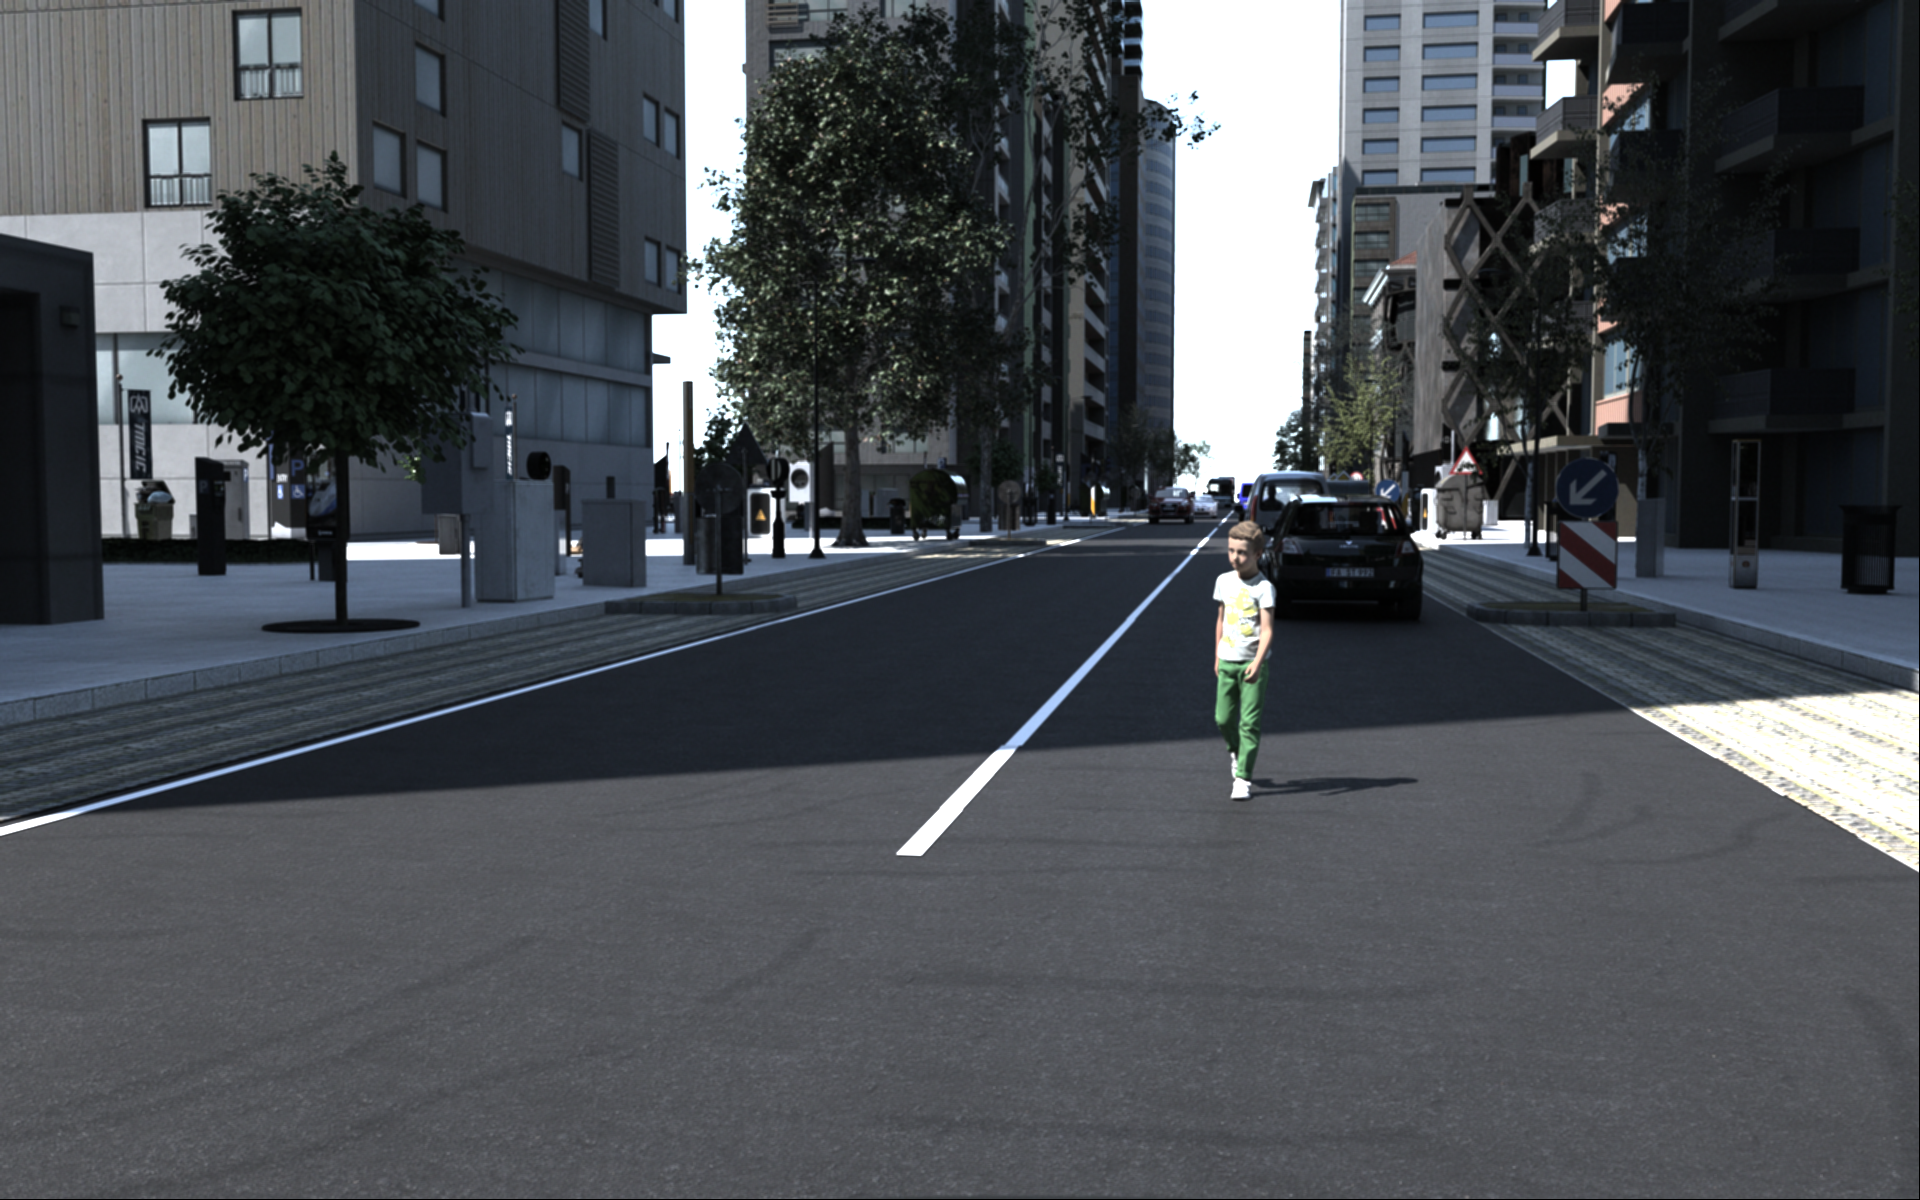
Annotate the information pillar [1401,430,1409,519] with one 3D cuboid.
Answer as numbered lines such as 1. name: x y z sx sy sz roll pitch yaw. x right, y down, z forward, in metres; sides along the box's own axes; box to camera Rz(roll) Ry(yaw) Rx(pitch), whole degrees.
1. information pillar: 16.260 -4.399 63.275 0.183 3.616 0.504 0 4 -6

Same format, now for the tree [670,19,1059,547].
1. tree: -2.641 -7.672 42.447 9.611 12.733 9.660 0 3 0

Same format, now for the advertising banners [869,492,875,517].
1. advertising banners: -4.912 -5.707 89.493 0.090 3.025 2.074 2 4 27

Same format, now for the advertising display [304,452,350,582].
1. advertising display: -9.317 -1.241 25.505 0.974 1.923 0.123 3 4 38

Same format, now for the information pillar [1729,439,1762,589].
1. information pillar: 10.638 -1.161 23.475 0.304 2.012 0.304 1 4 12

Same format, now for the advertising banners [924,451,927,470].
1. advertising banners: -1.536 -4.517 70.049 0.090 3.025 2.074 1 4 11

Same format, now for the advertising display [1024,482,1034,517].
1. advertising display: 3.843 -5.586 96.547 0.123 1.923 0.974 2 4 32

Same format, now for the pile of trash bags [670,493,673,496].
1. pile of trash bags: -24.311 -7.809 137.435 3.447 1.369 1.912 -2 4 -30

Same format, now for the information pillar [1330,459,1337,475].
1. information pillar: 25.185 -7.680 116.923 0.504 3.616 0.183 3 5 44

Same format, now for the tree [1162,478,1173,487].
1. tree: 23.682 -12.278 195.345 1.663 3.219 1.824 0 3 0

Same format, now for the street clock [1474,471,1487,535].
1. street clock: 15.983 -2.987 53.407 0.471 2.002 0.358 2 4 26

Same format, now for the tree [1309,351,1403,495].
1. tree: 20.676 -8.440 88.349 4.737 8.622 4.395 0 3 0

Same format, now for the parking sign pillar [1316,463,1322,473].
1. parking sign pillar: 30.829 -9.812 148.903 1.447 3.967 1.447 1 4 11

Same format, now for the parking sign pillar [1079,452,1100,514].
1. parking sign pillar: 8.306 -7.454 110.338 1.447 3.967 1.447 1 4 9

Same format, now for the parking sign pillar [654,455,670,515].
1. parking sign pillar: -20.205 -7.836 116.594 1.447 3.967 1.447 1 4 18

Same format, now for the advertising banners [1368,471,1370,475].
1. advertising banners: 30.385 -8.150 129.434 0.090 3.025 2.074 2 4 26

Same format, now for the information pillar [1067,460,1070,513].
1. information pillar: 7.290 -7.693 117.131 0.183 3.616 0.504 -1 4 -16

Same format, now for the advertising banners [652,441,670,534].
1. advertising banners: -9.770 -3.709 56.824 0.090 3.025 2.074 0 4 6

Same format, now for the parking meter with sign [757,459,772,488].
1. parking meter with sign: -9.855 -5.558 87.134 0.543 3.016 1.738 -2 4 -31

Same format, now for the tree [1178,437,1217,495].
1. tree: 42.715 -23.679 312.906 9.928 11.665 9.643 0 3 0

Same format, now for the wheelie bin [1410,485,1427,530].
1. wheelie bin: 16.324 -3.266 61.311 0.693 1.594 0.980 -1 4 -8

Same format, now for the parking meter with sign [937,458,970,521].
1. parking meter with sign: -0.285 -5.329 83.397 0.543 3.016 1.738 3 5 44

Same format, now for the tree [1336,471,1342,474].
1. tree: 28.518 -8.287 130.095 1.663 3.219 1.824 0 3 0

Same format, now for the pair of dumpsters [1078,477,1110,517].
1. pair of dumpsters: 7.498 -5.807 97.444 1.574 2.255 4.437 1 4 10

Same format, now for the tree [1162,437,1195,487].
1. tree: 27.711 -16.505 220.218 4.737 8.622 4.395 0 3 0

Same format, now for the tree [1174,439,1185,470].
1. tree: 19.058 -13.129 165.020 4.360 8.622 3.978 0 3 0

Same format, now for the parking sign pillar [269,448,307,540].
1. parking sign pillar: -16.548 -3.313 42.632 1.447 3.967 1.447 -3 5 -41

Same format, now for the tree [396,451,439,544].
1. tree: -13.398 -3.055 44.545 1.663 3.219 1.824 0 3 0

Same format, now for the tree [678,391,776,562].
1. tree: -4.607 -2.339 32.844 1.663 3.219 1.824 0 3 0

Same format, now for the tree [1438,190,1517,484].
1. tree: 13.385 -5.528 40.747 4.360 8.622 3.978 0 3 0

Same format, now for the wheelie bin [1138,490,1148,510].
1. wheelie bin: 14.561 -7.973 138.269 0.980 1.594 0.693 0 4 -3

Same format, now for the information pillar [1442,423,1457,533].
1. information pillar: 15.997 -3.997 56.701 0.504 3.616 0.183 0 4 6

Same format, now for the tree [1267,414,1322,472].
1. tree: 45.273 -19.333 234.222 7.486 12.596 7.792 0 3 0

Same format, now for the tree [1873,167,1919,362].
1. tree: 17.904 -4.828 29.307 4.737 8.622 4.395 0 3 0

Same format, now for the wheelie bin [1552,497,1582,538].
1. wheelie bin: 14.407 -2.007 40.726 0.980 1.594 0.693 2 4 25

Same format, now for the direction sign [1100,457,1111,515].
1. direction sign: 8.803 -6.911 104.993 0.379 3.537 0.876 -3 4 -39

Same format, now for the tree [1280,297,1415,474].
1. tree: 24.991 -12.076 107.819 12.009 13.543 11.850 0 3 0

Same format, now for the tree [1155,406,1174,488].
1. tree: 14.693 -11.896 144.855 4.360 8.622 3.978 0 3 0

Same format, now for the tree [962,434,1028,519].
1. tree: 1.788 -6.413 88.560 4.285 4.588 4.351 0 3 0

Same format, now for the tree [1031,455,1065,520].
1. tree: 4.209 -5.494 84.431 1.663 3.219 1.824 0 3 0

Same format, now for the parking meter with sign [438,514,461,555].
1. parking meter with sign: -10.925 -2.502 37.162 0.543 3.016 1.738 -1 4 -12

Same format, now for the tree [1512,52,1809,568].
1. tree: 12.025 -4.855 29.740 4.360 8.622 3.978 0 3 0

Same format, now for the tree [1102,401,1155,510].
1. tree: 13.414 -11.554 139.262 4.360 8.622 3.978 0 3 0

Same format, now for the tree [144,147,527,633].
1. tree: -5.893 -2.003 16.466 4.285 4.588 4.351 0 3 0

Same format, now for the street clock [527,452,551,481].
1. street clock: -7.223 -1.540 29.755 0.358 2.002 0.471 1 4 13

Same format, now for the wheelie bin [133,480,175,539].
1. wheelie bin: -18.691 -1.976 40.209 0.980 1.594 0.693 1 4 18

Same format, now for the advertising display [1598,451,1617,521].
1. advertising display: 9.833 -1.290 26.310 0.123 1.923 0.974 2 4 28

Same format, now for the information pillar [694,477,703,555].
1. information pillar: -5.654 -1.975 36.788 0.304 2.012 0.304 -2 4 -26

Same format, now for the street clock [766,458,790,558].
1. street clock: -3.636 -1.841 34.665 0.358 2.002 0.471 -3 5 -44

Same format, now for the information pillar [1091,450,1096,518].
1. information pillar: 7.014 -6.110 91.261 0.183 3.616 0.504 -1 4 -17

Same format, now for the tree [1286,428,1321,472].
1. tree: 37.430 -14.558 188.383 4.360 8.622 3.978 0 3 0

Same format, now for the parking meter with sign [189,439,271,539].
1. parking meter with sign: -16.355 -2.603 38.827 1.738 3.016 0.543 0 4 -5

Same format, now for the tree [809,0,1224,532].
1. tree: 1.646 -12.279 56.647 12.611 20.169 13.585 0 3 0

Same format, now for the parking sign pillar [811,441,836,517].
1. parking sign pillar: -7.039 -6.092 88.070 1.447 3.967 1.447 0 4 8

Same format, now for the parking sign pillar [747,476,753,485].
1. parking sign pillar: -14.138 -8.072 120.441 1.447 3.967 1.447 -1 4 -22

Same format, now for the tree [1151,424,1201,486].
1. tree: 28.774 -18.151 231.178 8.767 10.594 7.601 -3 5 -40
